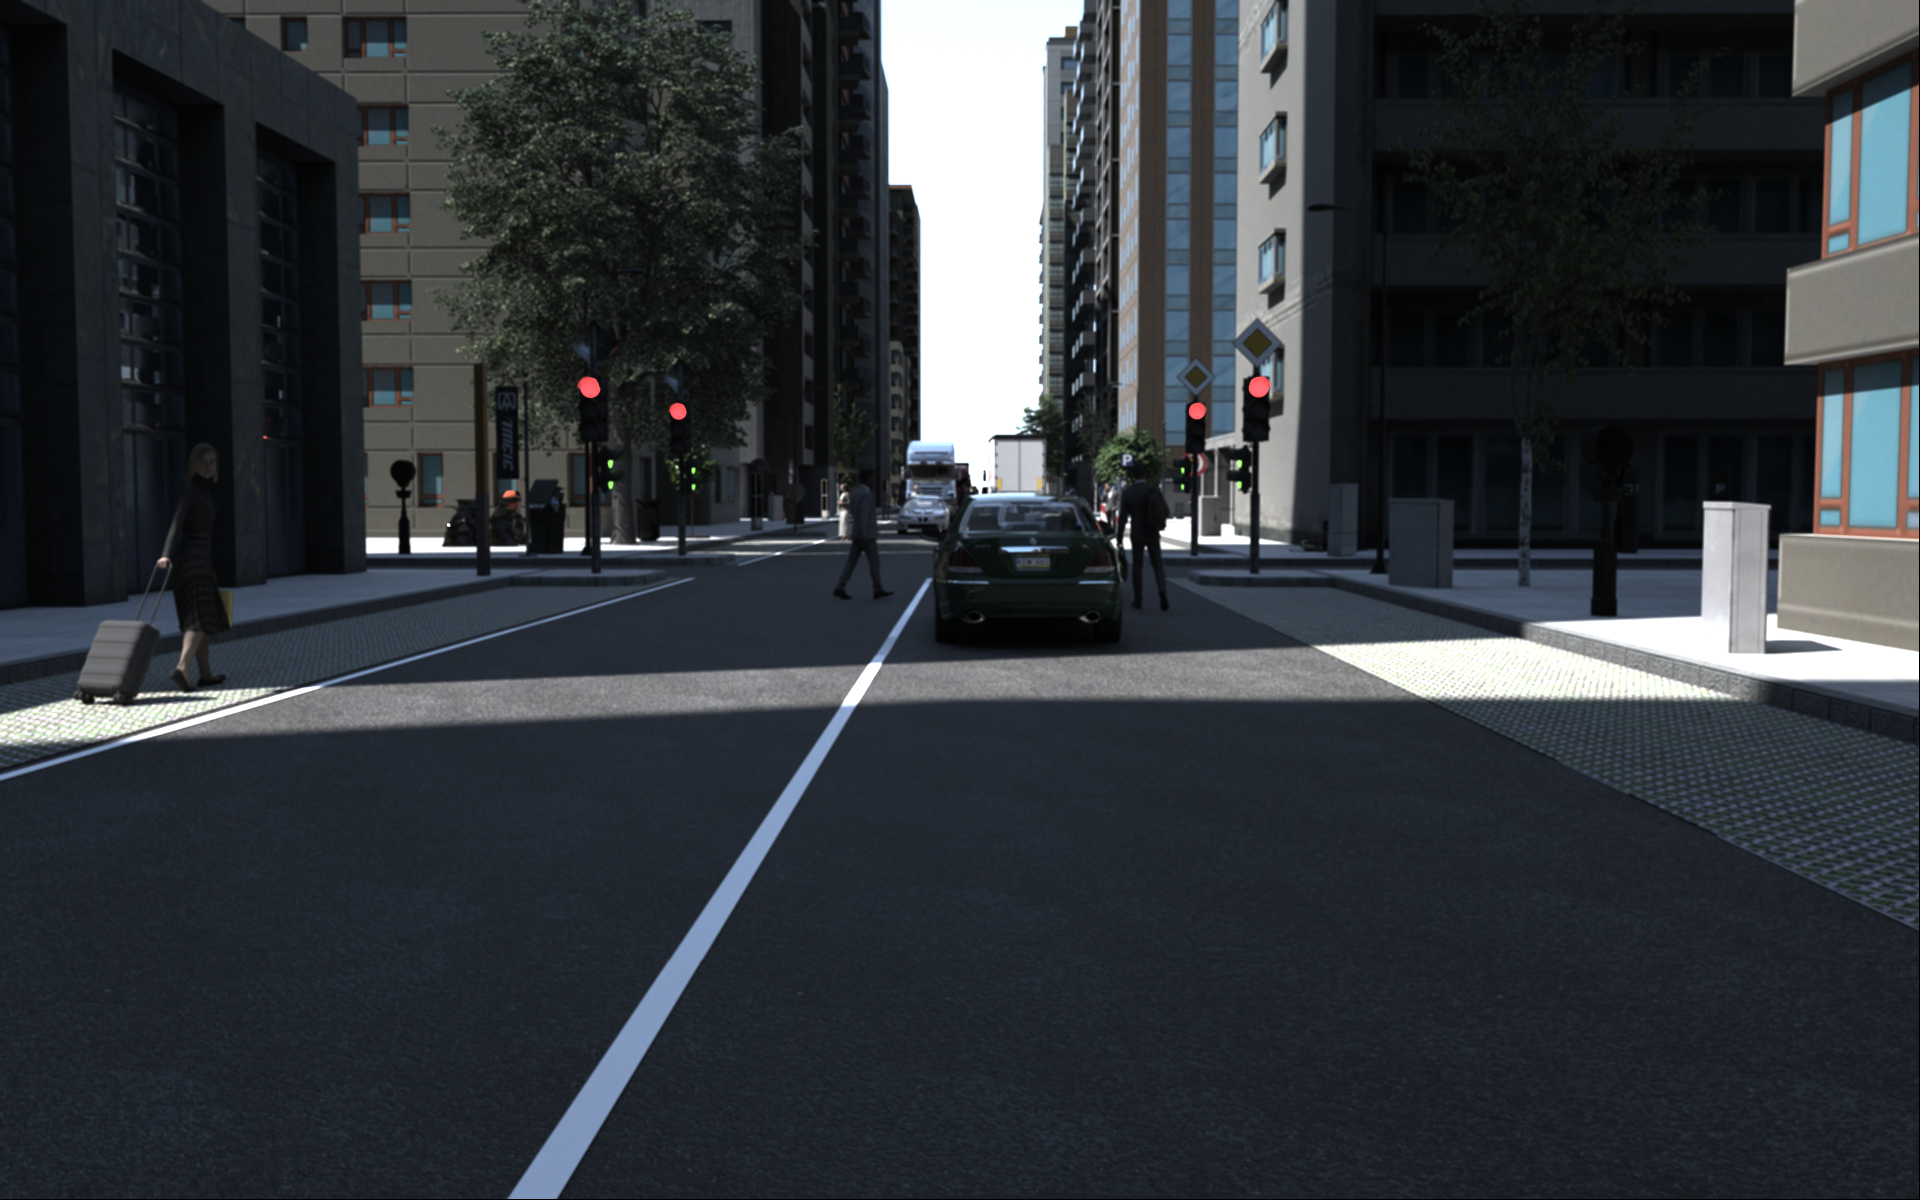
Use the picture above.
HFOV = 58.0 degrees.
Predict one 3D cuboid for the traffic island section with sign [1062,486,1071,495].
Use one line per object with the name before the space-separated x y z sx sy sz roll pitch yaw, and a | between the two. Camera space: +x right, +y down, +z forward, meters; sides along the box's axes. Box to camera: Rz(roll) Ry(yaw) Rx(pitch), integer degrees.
traffic island section with sign | 5.244 -4.702 85.507 1.989 1.847 2.006 0 4 1

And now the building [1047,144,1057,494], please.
building | 17.284 -31.895 205.084 14.154 41.232 14.086 0 4 1

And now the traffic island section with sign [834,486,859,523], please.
traffic island section with sign | -5.129 -4.681 85.159 1.989 1.847 2.006 0 4 1

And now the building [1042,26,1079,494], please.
building | 21.231 -41.811 225.613 21.231 58.520 28.212 0 4 1

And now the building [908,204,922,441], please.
building | -12.949 -37.300 259.959 14.600 45.320 14.200 0 4 1

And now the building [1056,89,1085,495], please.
building | 17.568 -30.246 178.110 14.154 41.232 14.086 0 4 1

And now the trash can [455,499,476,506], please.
trash can | -13.122 -2.125 46.392 0.748 1.137 0.748 0 3 0

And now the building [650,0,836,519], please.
building | -14.459 -19.759 94.762 14.160 30.474 14.107 0 4 1

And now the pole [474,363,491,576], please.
pole | -7.495 -2.038 27.161 0.158 3.312 0.155 0 3 0

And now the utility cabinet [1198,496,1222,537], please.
utility cabinet | 7.539 -2.532 52.564 0.306 1.237 1.020 3 5 44

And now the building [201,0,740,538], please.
building | -24.103 -13.424 64.524 27.650 21.520 28.899 0 4 1

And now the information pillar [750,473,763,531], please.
information pillar | -7.154 -3.451 60.916 0.304 2.012 0.304 -3 5 -41

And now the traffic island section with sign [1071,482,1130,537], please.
traffic island section with sign | 4.872 -3.054 58.554 1.989 1.847 2.006 0 4 1

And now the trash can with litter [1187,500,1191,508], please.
trash can with litter | 11.118 -4.251 80.884 0.624 1.170 1.055 3 4 36

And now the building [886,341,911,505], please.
building | -20.439 -22.350 210.462 27.650 21.520 28.899 0 4 1

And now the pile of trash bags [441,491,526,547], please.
pile of trash bags | -11.691 -2.067 43.541 1.912 1.369 3.447 0 4 2

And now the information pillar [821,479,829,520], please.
information pillar | -6.755 -5.044 86.965 0.304 2.012 0.304 1 4 20

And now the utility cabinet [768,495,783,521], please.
utility cabinet | -8.863 -4.405 83.182 0.306 1.237 1.020 1 4 22

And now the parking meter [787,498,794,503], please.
parking meter | -8.030 -4.501 82.005 0.372 1.533 0.369 0 3 0

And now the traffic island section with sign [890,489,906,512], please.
traffic island section with sign | -4.434 -7.767 135.622 1.989 1.847 2.006 0 4 1

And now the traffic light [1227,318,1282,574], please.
traffic light | 4.732 -2.380 27.832 0.839 4.253 0.868 0 4 1

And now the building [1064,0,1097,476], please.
building | 21.641 -32.751 155.088 23.786 49.044 30.456 0 4 1

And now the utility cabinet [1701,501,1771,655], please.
utility cabinet | 6.411 -0.194 14.327 0.306 1.237 1.020 1 4 11

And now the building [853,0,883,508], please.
building | -18.188 -37.394 153.390 21.231 58.520 28.212 0 4 1

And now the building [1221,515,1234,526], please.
building | 21.009 -38.408 66.222 20.563 71.187 20.611 0 4 1

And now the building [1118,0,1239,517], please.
building | 16.869 -27.649 102.177 14.600 45.320 14.200 0 4 1

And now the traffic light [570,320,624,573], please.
traffic light | -5.879 -2.388 27.963 0.839 4.253 0.868 0 4 1

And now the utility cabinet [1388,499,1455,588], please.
utility cabinet | 6.390 -0.786 24.005 0.306 1.237 1.020 -2 4 -26

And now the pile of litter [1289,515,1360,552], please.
pile of litter | 8.176 -1.519 38.808 1.719 0.858 1.176 0 4 -2

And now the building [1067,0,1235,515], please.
building | 18.846 -42.245 128.963 20.563 71.187 20.611 0 4 1

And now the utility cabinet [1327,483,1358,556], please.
utility cabinet | 7.928 -1.666 35.913 0.318 1.500 1.173 2 4 28

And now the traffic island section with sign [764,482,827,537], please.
traffic island section with sign | -5.513 -3.032 58.206 1.989 1.847 2.006 0 4 1

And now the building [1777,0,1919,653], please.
building | 21.424 -9.556 1.279 27.650 21.520 28.899 0 4 1

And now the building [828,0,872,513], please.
building | -17.903 -28.778 125.151 22.147 44.769 28.867 0 4 1

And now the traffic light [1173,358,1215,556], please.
traffic light | 4.843 -2.868 35.816 0.839 4.253 0.868 0 4 1

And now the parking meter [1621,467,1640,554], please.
parking meter | 14.484 -1.939 37.414 0.255 1.863 0.399 3 4 36

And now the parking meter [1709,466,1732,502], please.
parking meter | 16.081 -1.893 36.658 0.399 1.863 0.255 2 4 32

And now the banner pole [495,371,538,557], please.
banner pole | -9.105 -2.781 35.487 0.863 3.779 0.401 0 4 3

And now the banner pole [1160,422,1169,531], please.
banner pole | 7.077 -4.298 60.283 0.401 3.779 0.863 0 4 4

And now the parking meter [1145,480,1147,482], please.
parking meter | 7.793 -4.185 74.130 0.399 1.863 0.255 2 4 35

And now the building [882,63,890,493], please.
building | -14.411 -32.098 174.909 14.600 45.320 14.200 0 4 1

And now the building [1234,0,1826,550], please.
building | 19.059 -25.981 48.487 21.600 48.544 21.300 0 4 1

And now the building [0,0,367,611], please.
building | -25.471 -42.962 15.095 31.000 86.520 22.319 0 4 1

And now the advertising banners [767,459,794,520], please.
advertising banners | -8.867 -5.488 85.910 0.090 3.025 2.074 2 4 35

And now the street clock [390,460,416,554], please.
street clock | -11.893 -1.985 37.032 0.471 2.002 0.358 1 4 8

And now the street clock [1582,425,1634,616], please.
street clock | 6.789 -0.834 18.204 0.471 2.002 0.358 -1 4 -14

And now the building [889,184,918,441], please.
building | -17.167 -35.713 238.539 22.147 44.769 28.867 0 4 1

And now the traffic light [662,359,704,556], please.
traffic light | -5.767 -2.876 35.947 0.839 4.253 0.868 0 4 1

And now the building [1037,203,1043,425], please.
building | 22.621 -36.697 254.617 22.147 44.769 28.867 0 4 1
